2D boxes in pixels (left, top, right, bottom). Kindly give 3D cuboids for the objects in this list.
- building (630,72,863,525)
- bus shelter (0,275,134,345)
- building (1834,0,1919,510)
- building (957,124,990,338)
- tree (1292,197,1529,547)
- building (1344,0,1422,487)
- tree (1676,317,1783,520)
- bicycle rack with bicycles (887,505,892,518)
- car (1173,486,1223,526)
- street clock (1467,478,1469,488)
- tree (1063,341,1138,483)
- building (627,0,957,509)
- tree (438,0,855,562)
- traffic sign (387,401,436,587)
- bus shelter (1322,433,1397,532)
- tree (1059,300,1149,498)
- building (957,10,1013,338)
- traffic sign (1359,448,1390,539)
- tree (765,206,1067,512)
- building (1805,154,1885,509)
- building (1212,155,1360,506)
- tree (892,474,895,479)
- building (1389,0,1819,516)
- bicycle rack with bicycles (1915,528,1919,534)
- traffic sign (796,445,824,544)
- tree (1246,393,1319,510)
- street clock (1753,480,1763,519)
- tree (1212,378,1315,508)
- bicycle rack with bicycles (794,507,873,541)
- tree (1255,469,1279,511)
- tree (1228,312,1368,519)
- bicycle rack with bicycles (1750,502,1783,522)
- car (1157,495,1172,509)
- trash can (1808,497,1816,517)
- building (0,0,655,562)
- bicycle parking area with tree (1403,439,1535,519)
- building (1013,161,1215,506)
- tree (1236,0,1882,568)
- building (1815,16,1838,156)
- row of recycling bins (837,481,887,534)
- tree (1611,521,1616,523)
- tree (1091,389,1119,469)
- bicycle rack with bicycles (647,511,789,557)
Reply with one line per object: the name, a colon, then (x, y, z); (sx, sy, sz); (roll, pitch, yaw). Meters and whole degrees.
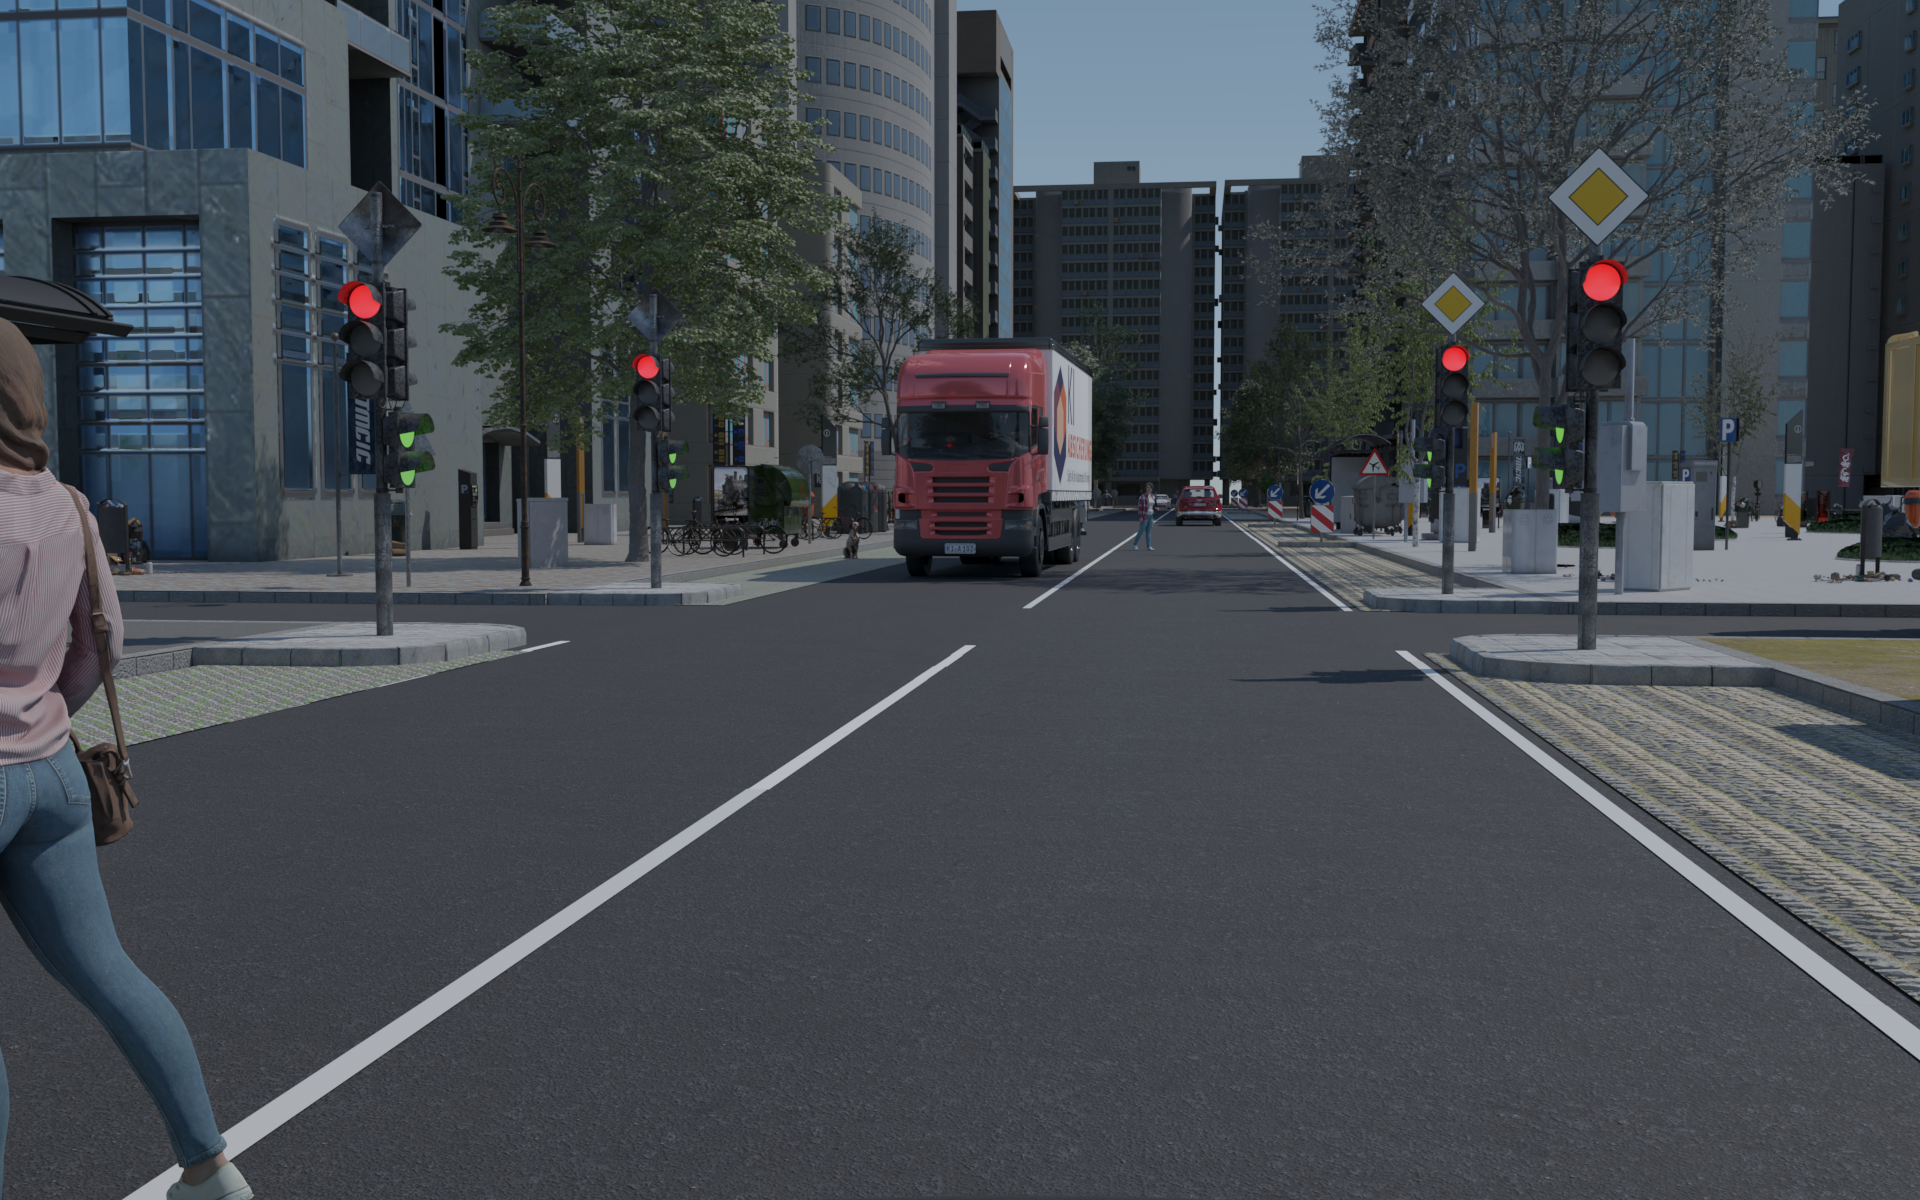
building: (-21.252, -14.793, 86.898); (27.650, 21.520, 28.899); (0, 4, 8)
bus shelter: (-9.142, -1.214, 13.765); (2.014, 3.302, 5.546); (0, 4, 8)
building: (87.597, -31.842, 144.323); (21.600, 48.544, 21.300); (0, 4, 8)
building: (-5.408, -22.289, 136.121); (14.160, 30.474, 14.107); (0, 4, 8)
tree: (11.270, -5.597, 41.870); (4.737, 8.622, 4.395); (0, 3, 0)
building: (44.168, -30.042, 145.810); (22.147, 44.769, 28.867); (0, 4, 8)
tree: (32.515, -7.491, 72.847); (4.360, 8.622, 3.978); (0, 3, 0)
bicycle rack with bicycles: (-2.750, -4.299, 83.670); (2.852, 0.926, 2.925); (1, 4, 14)
car: (10.920, -4.326, 79.404); (2.281, 1.827, 5.304); (0, 4, 6)
street clock: (23.067, -4.541, 78.819); (0.358, 2.002, 0.471); (2, 4, 28)
tree: (10.179, -14.467, 143.187); (9.857, 13.997, 8.962); (0, 3, 0)
building: (-12.522, -35.041, 114.915); (21.231, 58.520, 28.212); (0, 4, 8)
tree: (-5.692, -7.000, 32.583); (7.486, 12.596, 7.792); (0, 3, 0)
traffic sign: (-7.623, -1.460, 23.876); (0.884, 2.594, 0.081); (1, 4, 17)
bus shelter: (13.864, -4.063, 60.359); (2.014, 3.302, 5.546); (0, 4, 8)
tree: (12.578, -19.330, 171.931); (12.611, 20.169, 13.585); (0, 3, 0)
building: (-2.889, -31.180, 159.903); (14.200, 45.320, 14.600); (0, 4, 8)
traffic sign: (11.787, -3.015, 49.304); (0.884, 2.594, 0.081); (1, 4, 10)
tree: (-1.962, -7.429, 55.873); (8.767, 10.594, 7.601); (-2, 4, -34)
building: (70.208, -23.194, 150.929); (14.107, 30.474, 14.160); (0, 4, 8)
building: (42.090, -31.147, 201.130); (23.993, 40.220, 32.217); (0, 4, 8)
tree: (-1.612, -4.384, 66.275); (1.663, 3.219, 1.824); (0, 3, 0)
building: (42.015, -30.325, 115.419); (23.786, 49.044, 30.456); (0, 4, 8)
bicycle rack with bicycles: (27.467, -2.040, 46.734); (2.925, 0.926, 2.852); (-1, 4, -11)
traffic sign: (-3.878, -2.722, 44.613); (0.768, 2.556, 0.104); (1, 4, 17)
tree: (20.498, -9.730, 109.449); (4.360, 8.622, 3.978); (0, 3, 0)
street clock: (40.229, -5.063, 87.353); (0.471, 2.002, 0.358); (-3, 4, -37)
tree: (28.355, -15.116, 164.153); (9.611, 12.733, 9.660); (0, 3, 0)
bicycle rack with bicycles: (-4.288, -2.172, 48.891); (2.925, 0.926, 2.852); (3, 4, 37)
tree: (23.288, -8.423, 132.317); (1.663, 3.219, 1.824); (0, 3, 0)
tree: (17.346, -9.473, 89.294); (7.601, 10.594, 8.767); (1, 4, 8)
bicycle rack with bicycles: (37.710, -4.143, 81.123); (2.852, 0.926, 2.925); (2, 4, 35)
car: (19.136, -9.346, 165.172); (2.083, 1.381, 4.827); (0, 4, 8)
trash can: (40.659, -4.340, 82.605); (0.748, 1.137, 0.748); (0, 3, 0)
building: (-22.204, -44.902, 46.817); (22.319, 86.520, 31.000); (0, 4, 8)
bicycle parking area with tree: (26.740, -6.336, 90.592); (8.231, 4.147, 9.016); (2, 4, 27)
building: (18.393, -31.379, 204.923); (23.993, 40.220, 32.217); (0, 4, 8)
tree: (10.390, -7.340, 30.377); (12.009, 13.543, 11.850); (0, 3, 0)
building: (90.118, -36.926, 192.977); (27.495, 52.752, 28.713); (0, 4, 8)
row of recycling bins: (-3.260, -3.054, 57.050); (1.069, 1.692, 3.534); (1, 4, 14)
tree: (29.610, -5.075, 77.574); (1.663, 3.219, 1.824); (0, 3, 0)
tree: (8.488, -12.006, 130.707); (7.601, 10.594, 8.767); (0, 4, 2)
bicycle rack with bicycles: (-5.287, -1.394, 36.170); (2.925, 0.926, 2.852); (1, 4, 8)
